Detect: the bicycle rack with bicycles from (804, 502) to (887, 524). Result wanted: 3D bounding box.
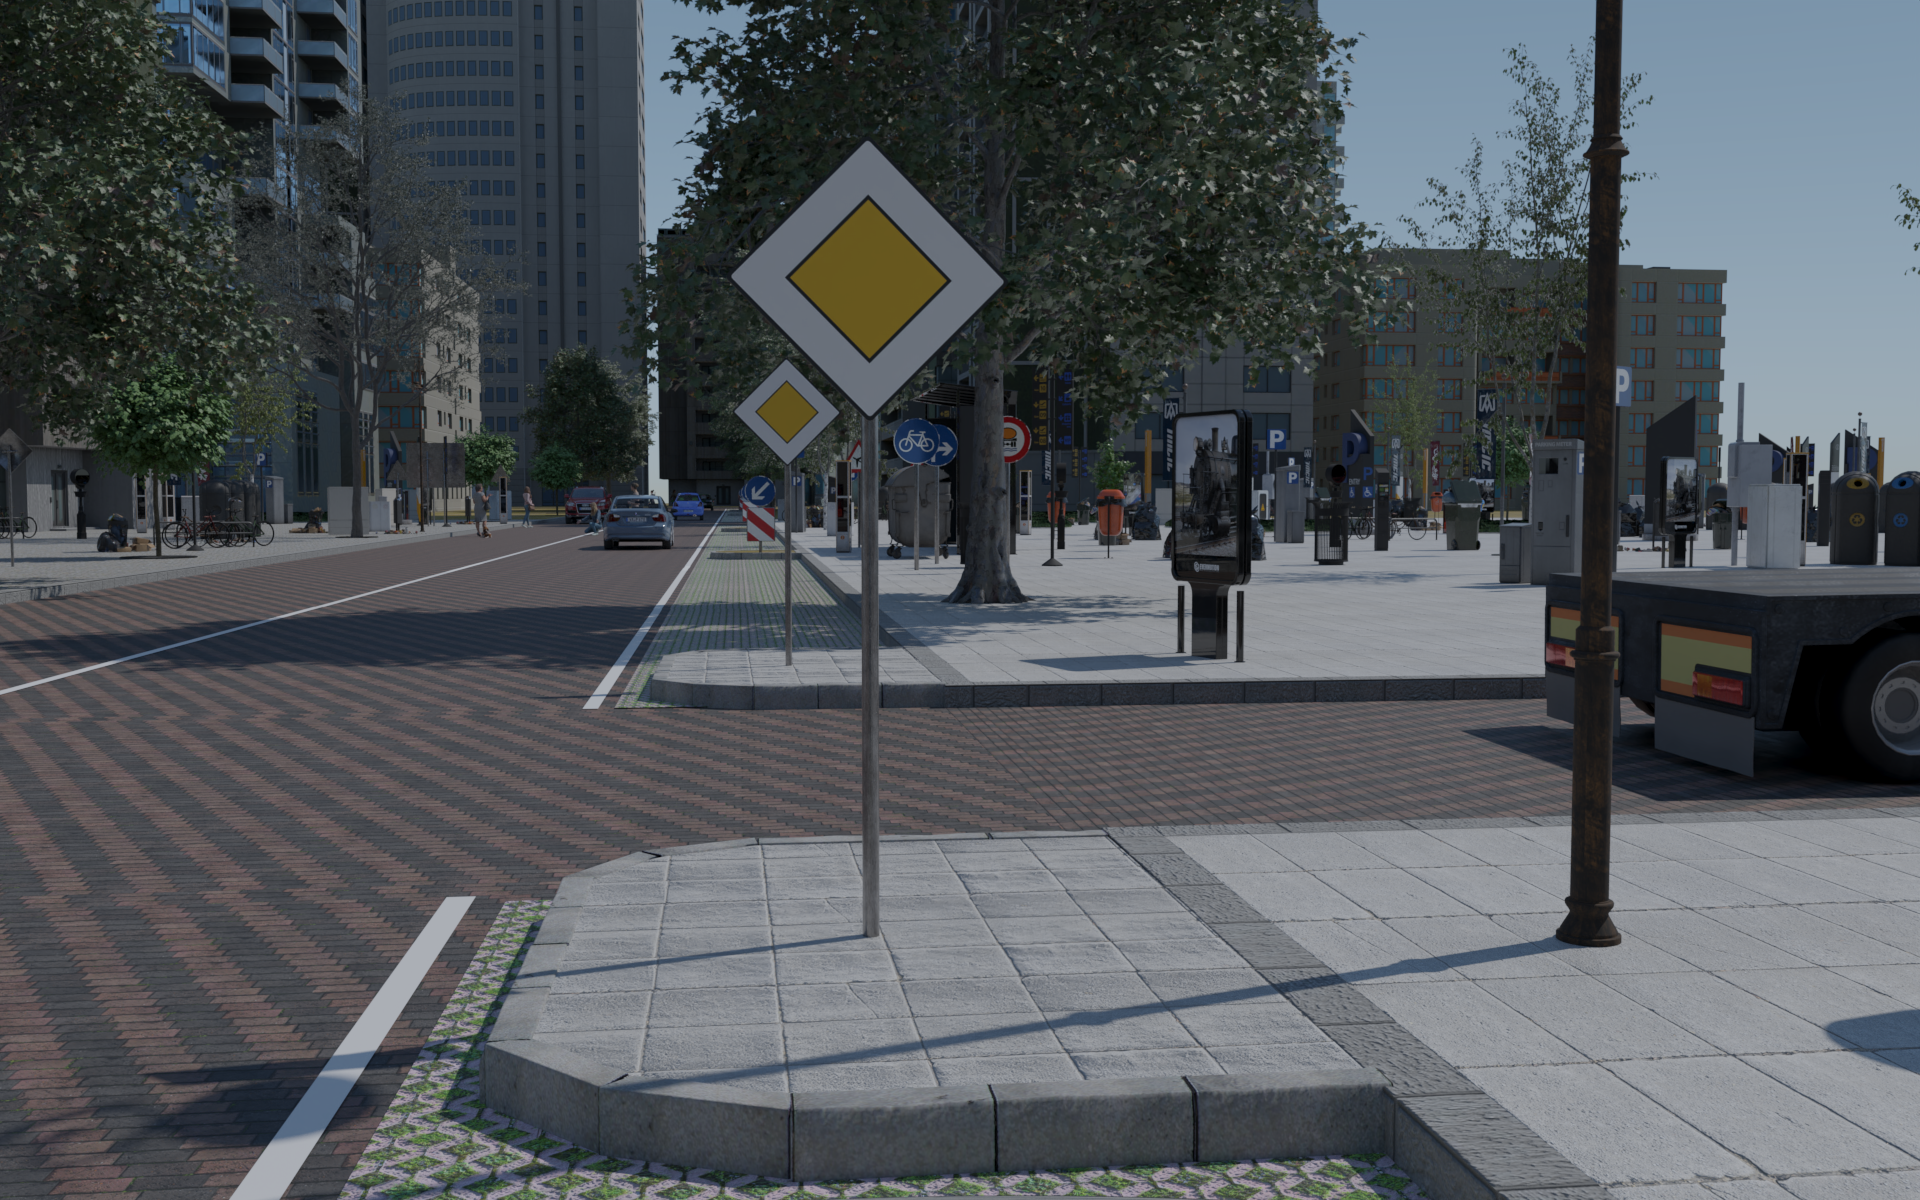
[{"bbox_3d":[-5.279,-3.706,73.975,2.925,0.926,2.852,3,4,38],"label":"bicycle rack with bicycles"}]

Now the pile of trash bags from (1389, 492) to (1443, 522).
[{"bbox_3d":[20.726,-4.327,80.495,3.447,1.369,1.912,0,4,1],"label":"pile of trash bags"}]

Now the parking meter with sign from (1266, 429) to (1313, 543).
[{"bbox_3d":[8.638,-3.026,45.734,0.543,3.016,1.738,-1,4,-11],"label":"parking meter with sign"}]

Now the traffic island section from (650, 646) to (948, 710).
[{"bbox_3d":[-1.261,0.570,12.969,2.009,0.180,2.903,0,4,-7],"label":"traffic island section"}]

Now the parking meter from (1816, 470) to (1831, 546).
[{"bbox_3d":[21.259,-2.258,42.622,0.255,1.863,0.399,1,4,21],"label":"parking meter"}]

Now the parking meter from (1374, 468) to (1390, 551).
[{"bbox_3d":[9.527,-2.043,39.117,0.255,1.863,0.399,0,4,1],"label":"parking meter"}]

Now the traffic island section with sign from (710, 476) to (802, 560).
[{"bbox_3d":[-4.549,-1.826,38.475,1.989,1.847,2.006,0,4,-7],"label":"traffic island section with sign"}]

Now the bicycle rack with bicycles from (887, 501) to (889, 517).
[{"bbox_3d":[-3.180,-4.296,83.614,2.852,0.926,2.925,1,4,9],"label":"bicycle rack with bicycles"}]

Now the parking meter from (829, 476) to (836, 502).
[{"bbox_3d":[-4.010,-3.061,55.763,0.399,1.863,0.255,1,4,18],"label":"parking meter"}]

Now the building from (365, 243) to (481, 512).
[{"bbox_3d":[-53.948,-17.674,134.008,28.899,21.520,27.650,0,4,-7],"label":"building"}]

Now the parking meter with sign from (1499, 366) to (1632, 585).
[{"bbox_3d":[8.439,-1.716,24.321,0.543,3.016,1.738,-3,5,-41],"label":"parking meter with sign"}]

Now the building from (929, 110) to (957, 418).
[{"bbox_3d":[4.477,-21.656,125.771,14.160,30.474,14.107,0,4,-7],"label":"building"}]

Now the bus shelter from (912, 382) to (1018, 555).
[{"bbox_3d":[0.034,-2.954,39.576,1.731,3.624,6.357,0,4,-8],"label":"bus shelter"}]

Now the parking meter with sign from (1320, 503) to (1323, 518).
[{"bbox_3d":[16.499,-5.284,82.654,1.738,3.016,0.543,3,5,41],"label":"parking meter with sign"}]

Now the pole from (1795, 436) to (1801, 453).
[{"bbox_3d":[29.332,-4.090,60.722,0.158,3.312,0.155,0,3,0],"label":"pole"}]

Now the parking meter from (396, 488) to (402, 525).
[{"bbox_3d":[-23.203,-3.851,71.376,0.372,1.533,0.369,0,3,0],"label":"parking meter"}]

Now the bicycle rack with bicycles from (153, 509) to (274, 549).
[{"bbox_3d":[-18.113,-1.747,41.942,2.925,0.926,2.852,-3,5,-40],"label":"bicycle rack with bicycles"}]

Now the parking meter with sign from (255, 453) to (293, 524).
[{"bbox_3d":[-29.174,-4.742,73.786,0.543,3.016,1.738,1,4,17],"label":"parking meter with sign"}]

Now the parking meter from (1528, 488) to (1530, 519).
[{"bbox_3d":[22.782,-3.700,68.904,0.372,1.533,0.369,0,3,0],"label":"parking meter"}]

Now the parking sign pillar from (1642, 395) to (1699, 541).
[{"bbox_3d":[19.614,-3.624,47.721,1.447,3.967,1.447,3,5,40],"label":"parking sign pillar"}]

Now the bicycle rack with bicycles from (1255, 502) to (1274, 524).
[{"bbox_3d":[8.188,-2.519,54.570,2.925,0.926,2.852,-1,4,-23],"label":"bicycle rack with bicycles"}]

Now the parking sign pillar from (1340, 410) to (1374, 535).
[{"bbox_3d":[12.556,-4.048,54.652,1.447,3.967,1.447,-1,4,-16],"label":"parking sign pillar"}]

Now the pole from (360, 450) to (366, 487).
[{"bbox_3d":[-27.388,-5.241,79.536,0.158,3.312,0.155,0,3,0],"label":"pole"}]

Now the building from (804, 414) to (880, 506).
[{"bbox_3d":[-4.098,-35.173,194.689,30.456,49.044,23.786,0,4,-7],"label":"building"}]

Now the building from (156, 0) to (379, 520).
[{"bbox_3d":[-45.972,-47.965,96.900,22.319,86.520,31.000,0,4,-7],"label":"building"}]

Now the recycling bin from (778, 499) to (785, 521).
[{"bbox_3d":[-8.353,-4.370,84.009,0.722,1.027,0.722,2,4,34],"label":"recycling bin"}]

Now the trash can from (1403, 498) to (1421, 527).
[{"bbox_3d":[17.807,-3.462,68.253,0.748,1.137,0.748,0,3,0],"label":"trash can"}]

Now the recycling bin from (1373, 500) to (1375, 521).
[{"bbox_3d":[18.546,-3.975,77.543,0.722,1.027,0.722,1,4,10],"label":"recycling bin"}]

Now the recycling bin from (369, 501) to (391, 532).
[{"bbox_3d":[-19.974,-2.864,59.373,0.722,1.027,0.722,-2,4,-34],"label":"recycling bin"}]

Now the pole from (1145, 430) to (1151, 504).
[{"bbox_3d":[6.020,-3.770,55.476,0.158,3.312,0.155,0,3,0],"label":"pole"}]

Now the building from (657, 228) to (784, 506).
[{"bbox_3d":[-25.593,-25.445,187.732,14.107,30.474,14.160,0,4,-7],"label":"building"}]

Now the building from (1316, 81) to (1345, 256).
[{"bbox_3d":[27.263,-35.428,198.858,30.456,49.044,23.786,0,4,-7],"label":"building"}]

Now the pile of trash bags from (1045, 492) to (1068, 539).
[{"bbox_3d":[4.084,-2.400,48.991,3.447,1.369,1.912,1,4,18],"label":"pile of trash bags"}]

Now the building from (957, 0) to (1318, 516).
[{"bbox_3d":[9.058,-40.937,107.566,20.563,71.187,20.611,0,4,-7],"label":"building"}]

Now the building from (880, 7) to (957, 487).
[{"bbox_3d":[4.808,-31.798,143.600,21.300,48.544,21.600,0,4,-7],"label":"building"}]

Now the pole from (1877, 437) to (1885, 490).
[{"bbox_3d":[33.079,-4.184,62.253,0.158,3.312,0.155,0,3,0],"label":"pole"}]

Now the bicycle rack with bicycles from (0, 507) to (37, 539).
[{"bbox_3d":[-27.846,-2.204,49.412,2.852,0.926,2.925,3,4,36],"label":"bicycle rack with bicycles"}]

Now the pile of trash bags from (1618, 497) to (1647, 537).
[{"bbox_3d":[20.178,-2.611,52.436,1.912,1.369,3.447,-2,4,-32],"label":"pile of trash bags"}]

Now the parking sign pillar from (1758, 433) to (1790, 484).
[{"bbox_3d":[35.479,-5.334,75.690,1.447,3.967,1.447,-3,5,-42],"label":"parking sign pillar"}]

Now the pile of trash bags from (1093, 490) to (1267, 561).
[{"bbox_3d":[4.381,-1.506,34.382,3.447,1.369,1.912,1,4,14],"label":"pile of trash bags"}]

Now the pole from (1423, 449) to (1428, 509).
[{"bbox_3d":[20.870,-5.129,77.703,0.158,3.312,0.155,0,3,0],"label":"pole"}]

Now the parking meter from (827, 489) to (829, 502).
[{"bbox_3d":[-6.371,-4.619,83.938,0.372,1.533,0.369,0,3,0],"label":"parking meter"}]

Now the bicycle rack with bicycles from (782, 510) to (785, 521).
[{"bbox_3d":[-6.612,-3.975,78.374,2.925,0.926,2.852,-1,4,-16],"label":"bicycle rack with bicycles"}]

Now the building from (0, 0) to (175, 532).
[{"bbox_3d":[-36.852,-17.591,59.308,14.160,30.474,14.107,0,4,-7],"label":"building"}]

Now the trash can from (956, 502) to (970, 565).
[{"bbox_3d":[0.306,-1.133,30.172,0.748,1.137,0.748,0,3,0],"label":"trash can"}]

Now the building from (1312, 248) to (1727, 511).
[{"bbox_3d":[42.926,-18.380,145.545,28.899,21.520,27.650,0,4,-7],"label":"building"}]

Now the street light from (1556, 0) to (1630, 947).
[{"bbox_3d":[1.811,-1.959,4.810,0.468,5.910,1.993,0,4,-7],"label":"street light"}]

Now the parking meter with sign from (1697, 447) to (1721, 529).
[{"bbox_3d":[27.410,-4.181,64.617,1.738,3.016,0.543,2,4,24],"label":"parking meter with sign"}]

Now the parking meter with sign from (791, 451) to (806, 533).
[{"bbox_3d":[-5.403,-3.767,57.852,0.543,3.016,1.738,0,4,-1],"label":"parking meter with sign"}]

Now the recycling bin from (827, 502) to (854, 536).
[{"bbox_3d":[-3.646,-2.462,52.809,0.722,1.027,0.722,0,4,6],"label":"recycling bin"}]

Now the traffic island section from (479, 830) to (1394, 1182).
[{"bbox_3d":[-0.239,1.054,5.050,2.009,0.180,2.903,0,4,-7],"label":"traffic island section"}]

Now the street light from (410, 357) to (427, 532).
[{"bbox_3d":[-18.261,-5.251,58.647,0.468,5.910,1.993,0,4,-7],"label":"street light"}]

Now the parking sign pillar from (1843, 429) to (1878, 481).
[{"bbox_3d":[37.452,-5.105,71.937,1.447,3.967,1.447,1,4,11],"label":"parking sign pillar"}]

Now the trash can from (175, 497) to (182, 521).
[{"bbox_3d":[-35.364,-4.109,78.831,0.748,1.137,0.748,0,3,0],"label":"trash can"}]

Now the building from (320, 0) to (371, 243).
[{"bbox_3d":[-73.367,-45.549,182.973,20.611,71.187,20.563,0,4,-7],"label":"building"}]

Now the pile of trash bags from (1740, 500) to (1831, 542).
[{"bbox_3d":[22.784,-2.321,47.708,1.912,1.369,3.447,-1,4,-19],"label":"pile of trash bags"}]

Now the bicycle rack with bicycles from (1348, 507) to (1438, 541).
[{"bbox_3d":[11.886,-2.157,48.641,2.925,0.926,2.852,-2,4,-28],"label":"bicycle rack with bicycles"}]

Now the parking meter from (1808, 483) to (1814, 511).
[{"bbox_3d":[46.302,-5.427,94.442,0.399,1.863,0.255,1,4,10],"label":"parking meter"}]

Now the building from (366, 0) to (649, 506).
[{"bbox_3d":[-48.343,-39.475,187.416,28.212,58.520,21.231,0,4,-7],"label":"building"}]

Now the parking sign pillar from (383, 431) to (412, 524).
[{"bbox_3d":[-24.016,-5.196,73.419,1.447,3.967,1.447,-2,4,-33],"label":"parking sign pillar"}]
